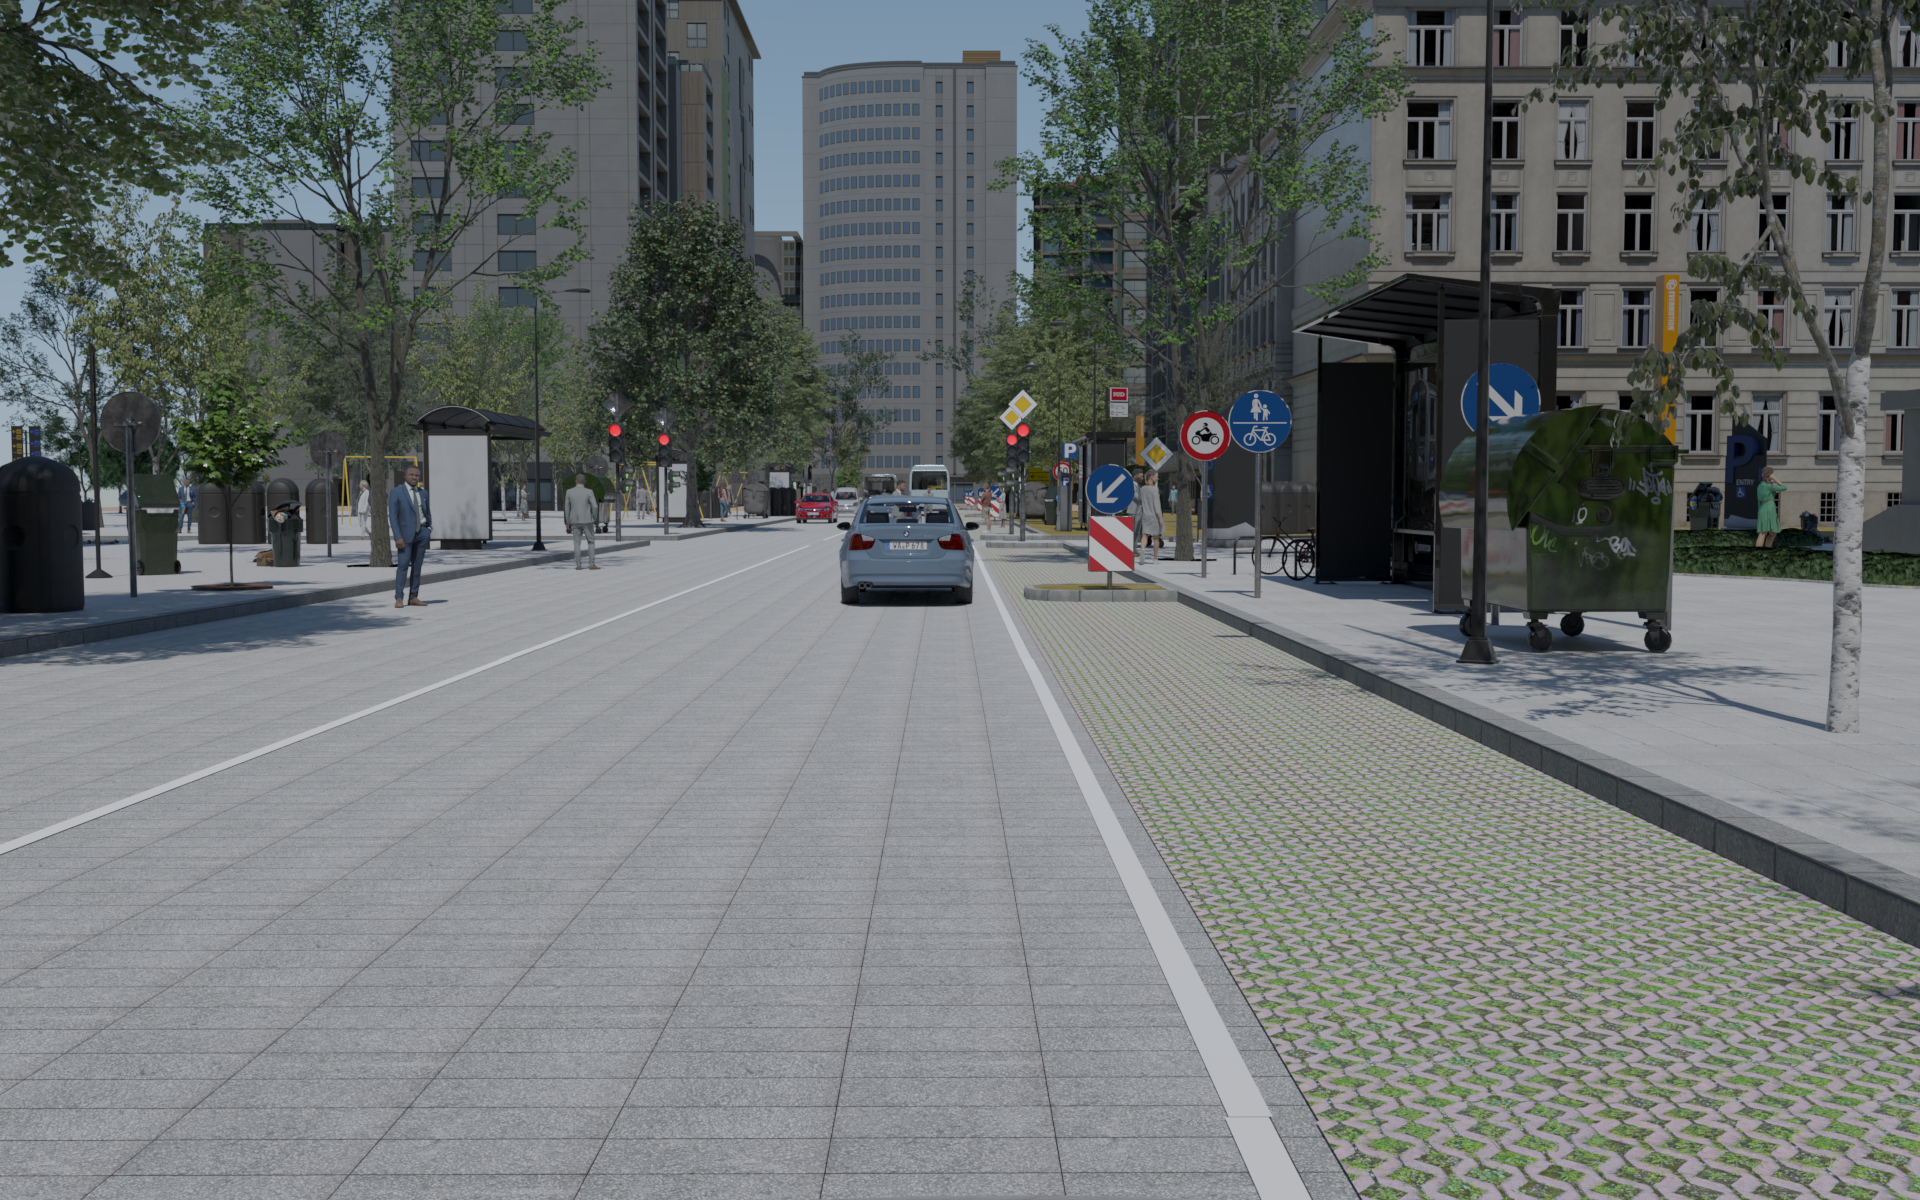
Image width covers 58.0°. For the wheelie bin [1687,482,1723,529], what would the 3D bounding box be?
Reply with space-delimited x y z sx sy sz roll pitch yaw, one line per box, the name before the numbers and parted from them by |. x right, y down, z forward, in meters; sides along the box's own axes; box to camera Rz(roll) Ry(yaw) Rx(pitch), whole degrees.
wheelie bin | 19.379 -2.269 45.005 0.980 1.594 0.693 -3 5 -40

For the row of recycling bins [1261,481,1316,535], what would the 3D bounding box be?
row of recycling bins | 10.436 -2.956 55.436 1.069 1.692 3.534 3 5 41

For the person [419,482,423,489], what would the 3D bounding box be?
person | -23.656 -4.273 76.133 0.478 1.798 0.641 1 4 13

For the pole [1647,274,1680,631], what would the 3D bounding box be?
pole | 6.592 -1.369 16.229 0.158 3.312 0.155 0 3 0

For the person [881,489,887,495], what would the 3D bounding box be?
person | -6.258 -8.297 144.241 1.350 1.814 0.705 3 5 41

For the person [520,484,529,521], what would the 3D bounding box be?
person | -20.713 -4.646 82.579 0.524 1.755 0.480 0 4 -5

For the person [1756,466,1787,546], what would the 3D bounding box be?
person | 15.042 -1.593 32.335 0.529 1.795 0.600 -1 4 -11

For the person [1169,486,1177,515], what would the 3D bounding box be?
person | 12.882 -5.996 103.935 0.748 1.841 0.638 -2 4 -24

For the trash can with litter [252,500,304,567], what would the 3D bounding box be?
trash can with litter | -12.078 -1.171 30.532 1.055 1.170 0.624 2 4 31

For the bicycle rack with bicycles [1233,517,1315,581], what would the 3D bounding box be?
bicycle rack with bicycles | 5.702 -0.829 26.934 2.925 0.926 2.852 -1 4 -21

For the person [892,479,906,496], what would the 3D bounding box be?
person | -1.469 -2.145 43.752 0.466 1.800 0.511 1 4 15

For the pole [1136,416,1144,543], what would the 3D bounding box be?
pole | 4.716 -3.156 45.442 0.158 3.312 0.155 0 3 0

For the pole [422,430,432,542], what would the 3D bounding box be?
pole | -14.375 -3.234 46.719 0.158 3.312 0.155 0 3 0

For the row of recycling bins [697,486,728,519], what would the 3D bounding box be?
row of recycling bins | -13.142 -5.202 92.163 1.069 1.692 3.534 1 4 10

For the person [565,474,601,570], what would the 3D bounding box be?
person | -7.140 -1.476 32.735 0.635 1.810 0.391 0 4 -6

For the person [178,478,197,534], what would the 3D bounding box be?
person | -25.249 -3.074 56.488 0.721 1.800 0.419 -2 4 -27

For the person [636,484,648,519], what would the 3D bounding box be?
person | -16.143 -4.991 87.846 0.606 1.804 0.583 -2 4 -27

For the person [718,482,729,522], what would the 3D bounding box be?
person | -10.927 -4.527 80.064 0.555 1.821 0.388 2 4 28

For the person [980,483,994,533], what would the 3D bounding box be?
person | 0.984 -3.374 63.648 0.573 1.828 0.580 -1 4 -18

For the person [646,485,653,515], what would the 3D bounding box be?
person | -19.134 -6.159 106.862 0.853 1.813 0.709 2 4 28

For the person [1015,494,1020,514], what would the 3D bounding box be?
person | 3.450 -5.795 101.060 0.573 1.790 0.520 0 4 -7

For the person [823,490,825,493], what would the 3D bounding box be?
person | -13.249 -10.001 170.383 0.721 1.723 1.217 -2 4 -26

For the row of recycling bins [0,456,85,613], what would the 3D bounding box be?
row of recycling bins | -10.889 -0.658 17.865 1.069 1.692 3.534 3 4 38

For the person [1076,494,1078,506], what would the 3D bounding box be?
person | 8.085 -6.747 116.542 0.709 1.800 0.728 2 4 31

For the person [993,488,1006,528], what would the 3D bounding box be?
person | 1.710 -3.937 73.434 0.524 1.755 0.480 -1 4 -11

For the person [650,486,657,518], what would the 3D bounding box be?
person | -16.358 -5.272 93.243 0.512 1.701 0.522 -2 4 -34

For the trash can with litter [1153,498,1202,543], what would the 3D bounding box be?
trash can with litter | 6.228 -2.133 45.929 2.233 1.210 1.678 2 4 32

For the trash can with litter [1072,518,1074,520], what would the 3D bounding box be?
trash can with litter | 5.117 -4.541 85.295 1.678 1.210 2.233 1 4 19

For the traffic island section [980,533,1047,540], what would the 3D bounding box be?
traffic island section | 1.652 -1.987 54.766 2.009 0.180 2.903 0 4 0

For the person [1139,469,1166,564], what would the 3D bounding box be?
person | 3.465 -1.503 31.371 0.466 1.731 0.760 1 4 20

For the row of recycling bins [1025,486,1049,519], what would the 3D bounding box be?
row of recycling bins | 4.492 -5.088 90.305 1.069 1.692 3.534 -3 5 -39

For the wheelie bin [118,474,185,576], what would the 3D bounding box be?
wheelie bin | -12.860 -1.199 27.512 0.693 1.594 0.980 3 5 43

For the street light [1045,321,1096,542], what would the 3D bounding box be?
street light | 3.084 -4.534 46.664 1.470 5.913 1.316 0 4 0

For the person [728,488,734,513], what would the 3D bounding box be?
person | -15.828 -6.938 119.684 0.583 1.804 0.606 -3 5 -43

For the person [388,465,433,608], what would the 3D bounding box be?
person | -7.022 -0.820 22.096 0.419 1.800 0.721 2 4 32

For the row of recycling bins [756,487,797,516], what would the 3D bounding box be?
row of recycling bins | -10.729 -5.792 101.815 1.069 1.692 3.534 2 4 28

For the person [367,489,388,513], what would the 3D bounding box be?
person | -16.288 -2.487 48.519 0.474 1.900 0.648 0 4 -5

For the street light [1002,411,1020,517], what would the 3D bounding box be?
street light | 2.689 -7.561 96.161 1.470 5.913 1.316 0 4 0

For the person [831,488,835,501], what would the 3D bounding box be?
person | -7.387 -5.614 100.560 0.793 1.790 0.793 -2 4 -26

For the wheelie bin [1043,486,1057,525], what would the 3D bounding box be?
wheelie bin | 3.862 -3.869 71.168 0.693 1.594 0.980 -3 5 -41

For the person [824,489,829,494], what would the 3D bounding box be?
person | -14.867 -11.361 191.428 1.348 1.869 0.705 2 4 31

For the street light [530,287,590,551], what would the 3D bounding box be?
street light | -9.000 -4.068 39.060 1.470 5.913 1.316 0 4 0

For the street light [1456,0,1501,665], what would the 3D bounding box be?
street light | 3.408 -2.476 13.019 1.470 5.913 1.316 0 4 0

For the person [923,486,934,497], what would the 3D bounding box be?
person | -1.451 -4.296 78.919 0.511 1.800 0.466 0 4 -4

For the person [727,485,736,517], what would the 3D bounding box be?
person | -12.956 -5.570 97.299 0.728 1.800 0.709 2 4 24

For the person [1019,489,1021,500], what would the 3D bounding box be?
person | 7.035 -12.032 202.749 1.348 1.826 0.705 -2 4 -26

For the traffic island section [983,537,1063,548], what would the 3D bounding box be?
traffic island section | 1.712 -1.498 46.781 2.009 0.180 2.903 0 4 0

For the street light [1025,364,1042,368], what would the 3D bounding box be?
street light | 3.013 -5.480 62.141 1.470 5.913 1.316 0 4 0

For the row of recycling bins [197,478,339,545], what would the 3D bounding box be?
row of recycling bins | -17.746 -2.281 44.405 3.534 1.692 1.069 0 4 -3

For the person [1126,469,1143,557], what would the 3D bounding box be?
person | 3.671 -1.793 35.543 0.466 1.800 0.511 1 4 16

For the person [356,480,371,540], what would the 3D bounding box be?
person | -17.673 -2.636 51.479 0.514 1.842 0.818 1 4 23

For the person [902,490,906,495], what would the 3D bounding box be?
person | -3.368 -5.742 102.799 0.576 1.772 0.534 0 4 -4

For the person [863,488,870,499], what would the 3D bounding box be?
person | -6.812 -7.216 125.849 0.474 1.900 0.648 0 4 4

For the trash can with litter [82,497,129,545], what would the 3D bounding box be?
trash can with litter | -22.057 -2.046 44.517 2.233 1.210 1.678 -2 4 -34

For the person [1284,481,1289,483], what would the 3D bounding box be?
person | 13.150 -3.897 69.935 0.473 1.802 0.592 1 4 16
